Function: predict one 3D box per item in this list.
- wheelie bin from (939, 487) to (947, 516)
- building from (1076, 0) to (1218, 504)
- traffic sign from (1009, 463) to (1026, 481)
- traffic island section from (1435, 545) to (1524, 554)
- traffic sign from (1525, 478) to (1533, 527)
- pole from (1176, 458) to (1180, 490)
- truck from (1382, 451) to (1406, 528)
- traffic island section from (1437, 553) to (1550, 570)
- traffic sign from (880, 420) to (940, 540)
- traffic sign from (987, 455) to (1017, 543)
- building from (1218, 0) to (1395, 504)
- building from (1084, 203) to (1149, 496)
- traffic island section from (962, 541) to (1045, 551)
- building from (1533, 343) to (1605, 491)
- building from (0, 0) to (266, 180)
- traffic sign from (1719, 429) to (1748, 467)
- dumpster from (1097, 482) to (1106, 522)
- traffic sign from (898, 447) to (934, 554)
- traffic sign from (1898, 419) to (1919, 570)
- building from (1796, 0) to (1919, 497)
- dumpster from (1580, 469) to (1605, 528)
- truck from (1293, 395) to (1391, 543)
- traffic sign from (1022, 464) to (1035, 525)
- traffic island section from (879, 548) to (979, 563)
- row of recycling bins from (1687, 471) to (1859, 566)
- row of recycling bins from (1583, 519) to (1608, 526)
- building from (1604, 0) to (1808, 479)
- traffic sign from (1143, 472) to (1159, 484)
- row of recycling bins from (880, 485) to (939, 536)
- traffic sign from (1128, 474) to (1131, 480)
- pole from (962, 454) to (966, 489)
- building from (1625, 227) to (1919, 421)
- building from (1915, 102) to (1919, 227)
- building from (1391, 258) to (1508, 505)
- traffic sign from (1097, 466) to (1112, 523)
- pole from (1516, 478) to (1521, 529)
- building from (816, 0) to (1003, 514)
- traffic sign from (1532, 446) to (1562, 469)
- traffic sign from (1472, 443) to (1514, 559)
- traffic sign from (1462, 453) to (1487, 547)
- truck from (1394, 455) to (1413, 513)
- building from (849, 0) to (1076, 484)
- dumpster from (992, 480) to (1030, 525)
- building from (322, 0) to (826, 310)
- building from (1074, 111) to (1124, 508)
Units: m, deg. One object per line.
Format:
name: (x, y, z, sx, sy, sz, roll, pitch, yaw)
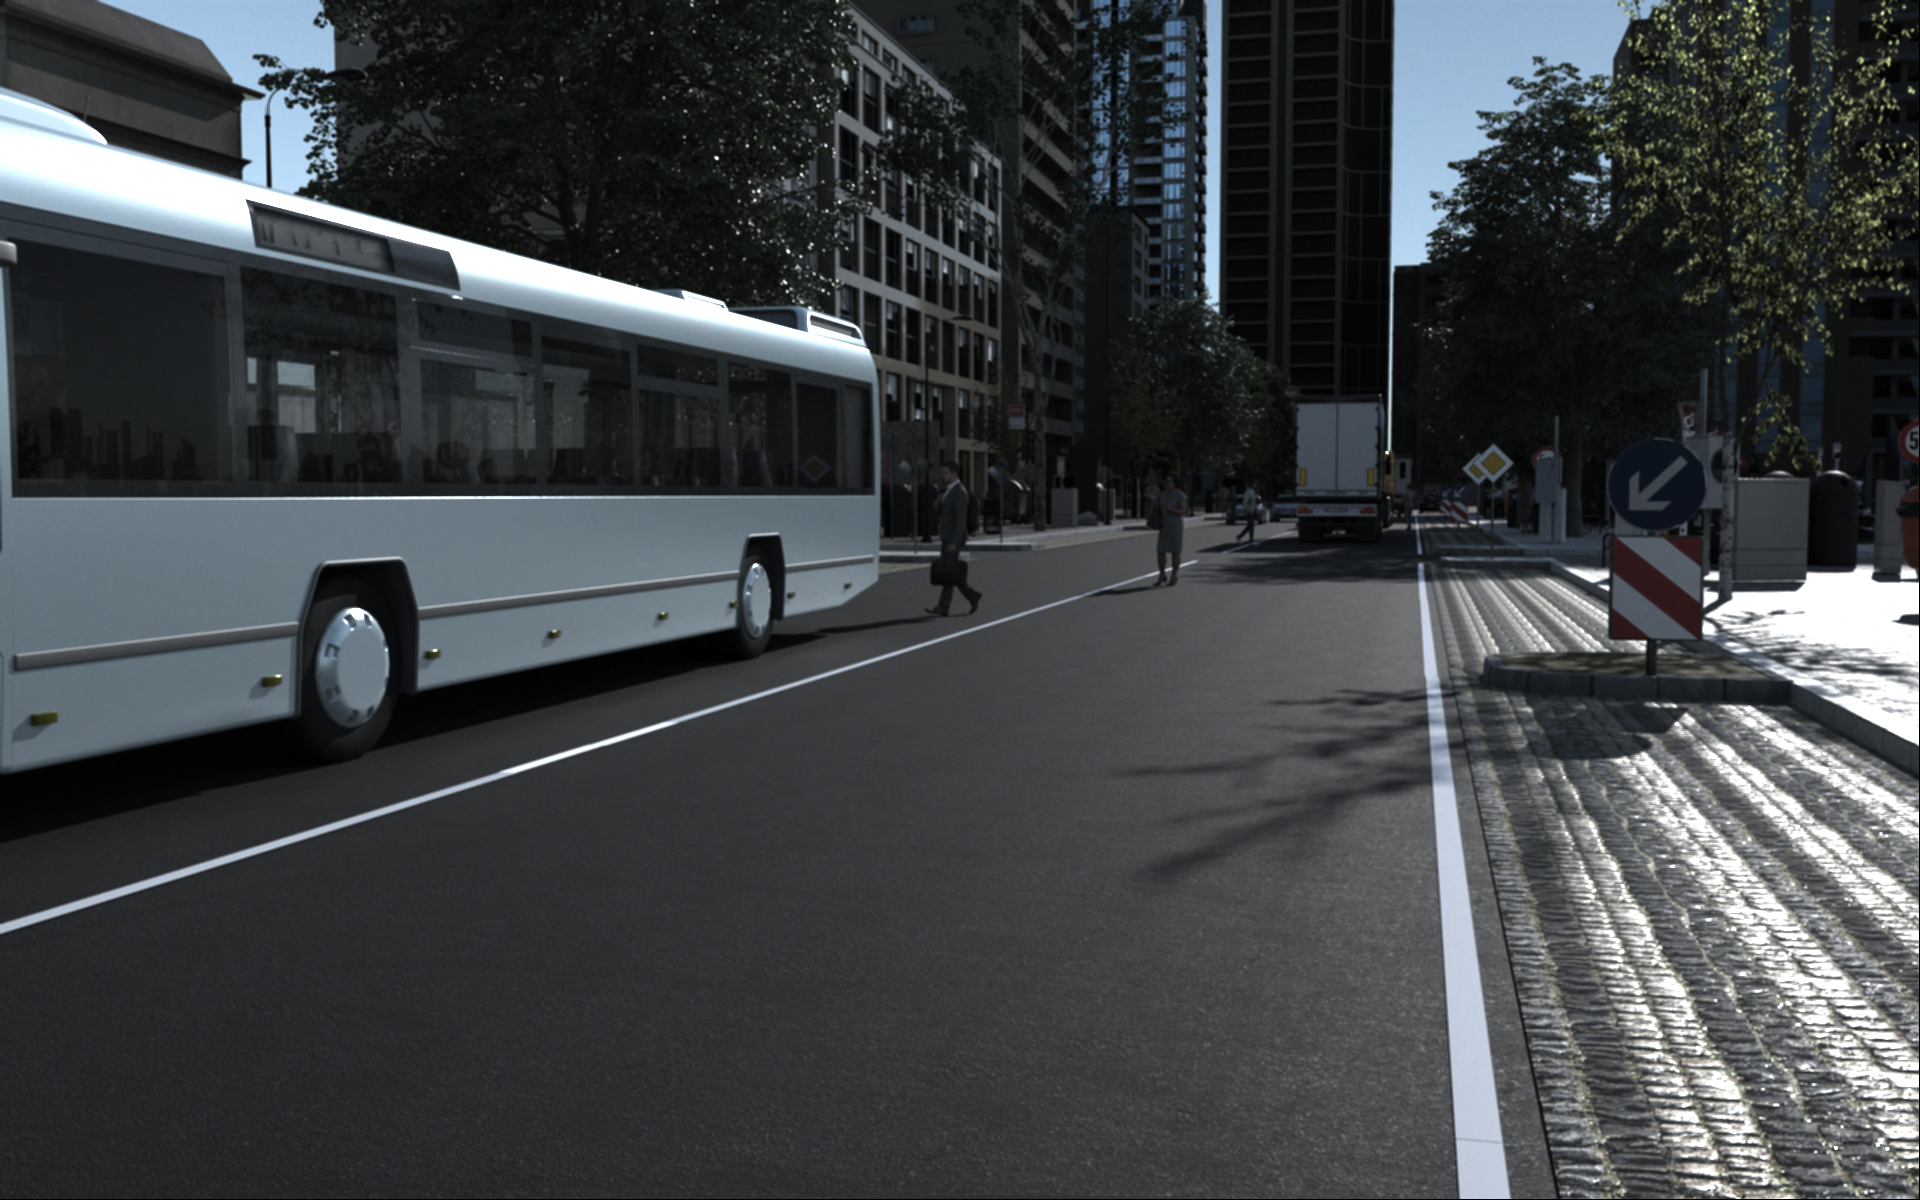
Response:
wheelie bin: (-1.077, -5.375, 95.789, 0.693, 1.594, 0.980, -1, 4, -13)
building: (19.237, -55.931, 227.138, 31.000, 86.520, 22.319, 1, 4, 15)
traffic sign: (2.455, -4.474, 73.156, 0.884, 2.594, 0.081, 1, 4, 15)
traffic island section: (12.555, -1.204, 41.962, 2.009, 0.180, 2.903, 1, 4, 15)
traffic sign: (22.231, -4.159, 68.006, 0.884, 2.594, 0.081, 1, 4, 16)
pole: (12.405, -6.410, 98.649, 0.158, 3.312, 0.155, 0, 3, 0)
truck: (17.799, -4.927, 76.477, 3.469, 3.379, 9.791, 1, 4, 16)
traffic island section: (10.530, -0.731, 34.237, 2.009, 0.180, 2.903, 1, 4, 15)
traffic sign: (-1.616, -3.325, 48.232, 2.265, 3.308, 0.079, 2, 4, 24)
traffic sign: (1.077, -2.524, 44.903, 0.795, 2.450, 0.064, 1, 4, 15)
building: (44.493, -47.911, 221.604, 20.611, 71.187, 20.563, 1, 4, 15)
building: (11.743, -24.756, 176.458, 14.107, 30.474, 14.160, 1, 4, 15)
traffic island section: (1.052, -1.388, 44.971, 2.009, 0.180, 2.903, 1, 4, 15)
building: (83.316, -22.722, 216.543, 28.899, 21.520, 27.650, 1, 4, 15)
building: (-50.360, -15.144, 80.890, 30.059, 22.955, 16.112, 1, 4, 15)
traffic sign: (14.969, -2.079, 33.998, 0.884, 2.594, 0.081, 1, 4, 21)
dumpster: (5.943, -4.505, 79.415, 1.264, 1.857, 1.865, 1, 4, 14)
traffic sign: (-0.948, -2.051, 37.178, 0.795, 2.450, 0.064, 1, 4, 15)
traffic sign: (16.226, -1.782, 29.244, 0.768, 2.556, 0.104, 1, 4, 18)
building: (56.712, -28.657, 118.659, 14.600, 45.320, 14.200, 1, 4, 15)
dumpster: (24.245, -3.949, 67.066, 1.502, 2.255, 1.985, 1, 4, 15)
truck: (12.076, -4.015, 54.553, 2.839, 4.237, 11.283, 1, 4, 14)
traffic sign: (2.929, -4.412, 72.241, 0.768, 2.556, 0.104, 1, 4, 15)
traffic island section: (-0.973, -0.915, 37.246, 2.009, 0.180, 2.903, 1, 4, 15)
row of recycling bins: (14.390, -1.498, 31.599, 3.534, 1.692, 1.069, 1, 4, 20)
row of recycling bins: (25.516, -3.928, 71.341, 1.069, 1.692, 3.534, -3, 4, -36)
building: (68.067, -31.196, 160.159, 14.600, 45.320, 14.200, 1, 4, 15)
traffic sign: (10.021, -5.556, 90.850, 0.884, 2.594, 0.081, 1, 4, 22)
row of recycling bins: (-2.355, -2.795, 52.811, 3.534, 1.692, 1.069, -1, 4, -17)
traffic sign: (10.137, -6.158, 100.782, 0.768, 2.556, 0.104, 1, 4, 18)
pole: (0.222, -5.717, 87.317, 0.158, 3.312, 0.155, 0, 3, 0)
building: (69.317, -17.938, 138.327, 27.650, 21.520, 28.899, 1, 4, 15)
building: (86.411, -43.649, 151.909, 20.611, 71.187, 20.563, 1, 4, 15)
building: (60.789, -27.126, 215.213, 14.107, 30.474, 14.160, 1, 4, 15)
traffic sign: (6.412, -4.727, 77.388, 0.768, 2.556, 0.104, 1, 4, 19)
pole: (20.576, -4.275, 63.734, 0.158, 3.312, 0.155, 0, 3, 0)
building: (-10.871, -18.097, 100.395, 19.350, 26.468, 34.151, 1, 4, 15)
traffic sign: (15.587, -2.808, 46.016, 0.768, 2.556, 0.104, 2, 4, 24)
traffic sign: (10.506, -1.867, 34.166, 0.795, 2.450, 0.064, 1, 4, 15)
traffic sign: (12.530, -2.339, 41.891, 0.795, 2.450, 0.064, 1, 4, 15)
truck: (32.993, -8.719, 131.463, 2.839, 4.237, 11.283, 1, 4, 14)
building: (-3.500, -31.242, 134.507, 21.300, 48.544, 21.600, 1, 4, 15)
dumpster: (2.090, -4.018, 71.450, 1.264, 1.857, 1.865, 1, 4, 15)
building: (-15.052, -17.574, 73.235, 13.634, 28.700, 20.117, 1, 4, 15)
building: (-1.789, -28.526, 158.283, 32.217, 40.220, 23.993, 1, 4, 15)
